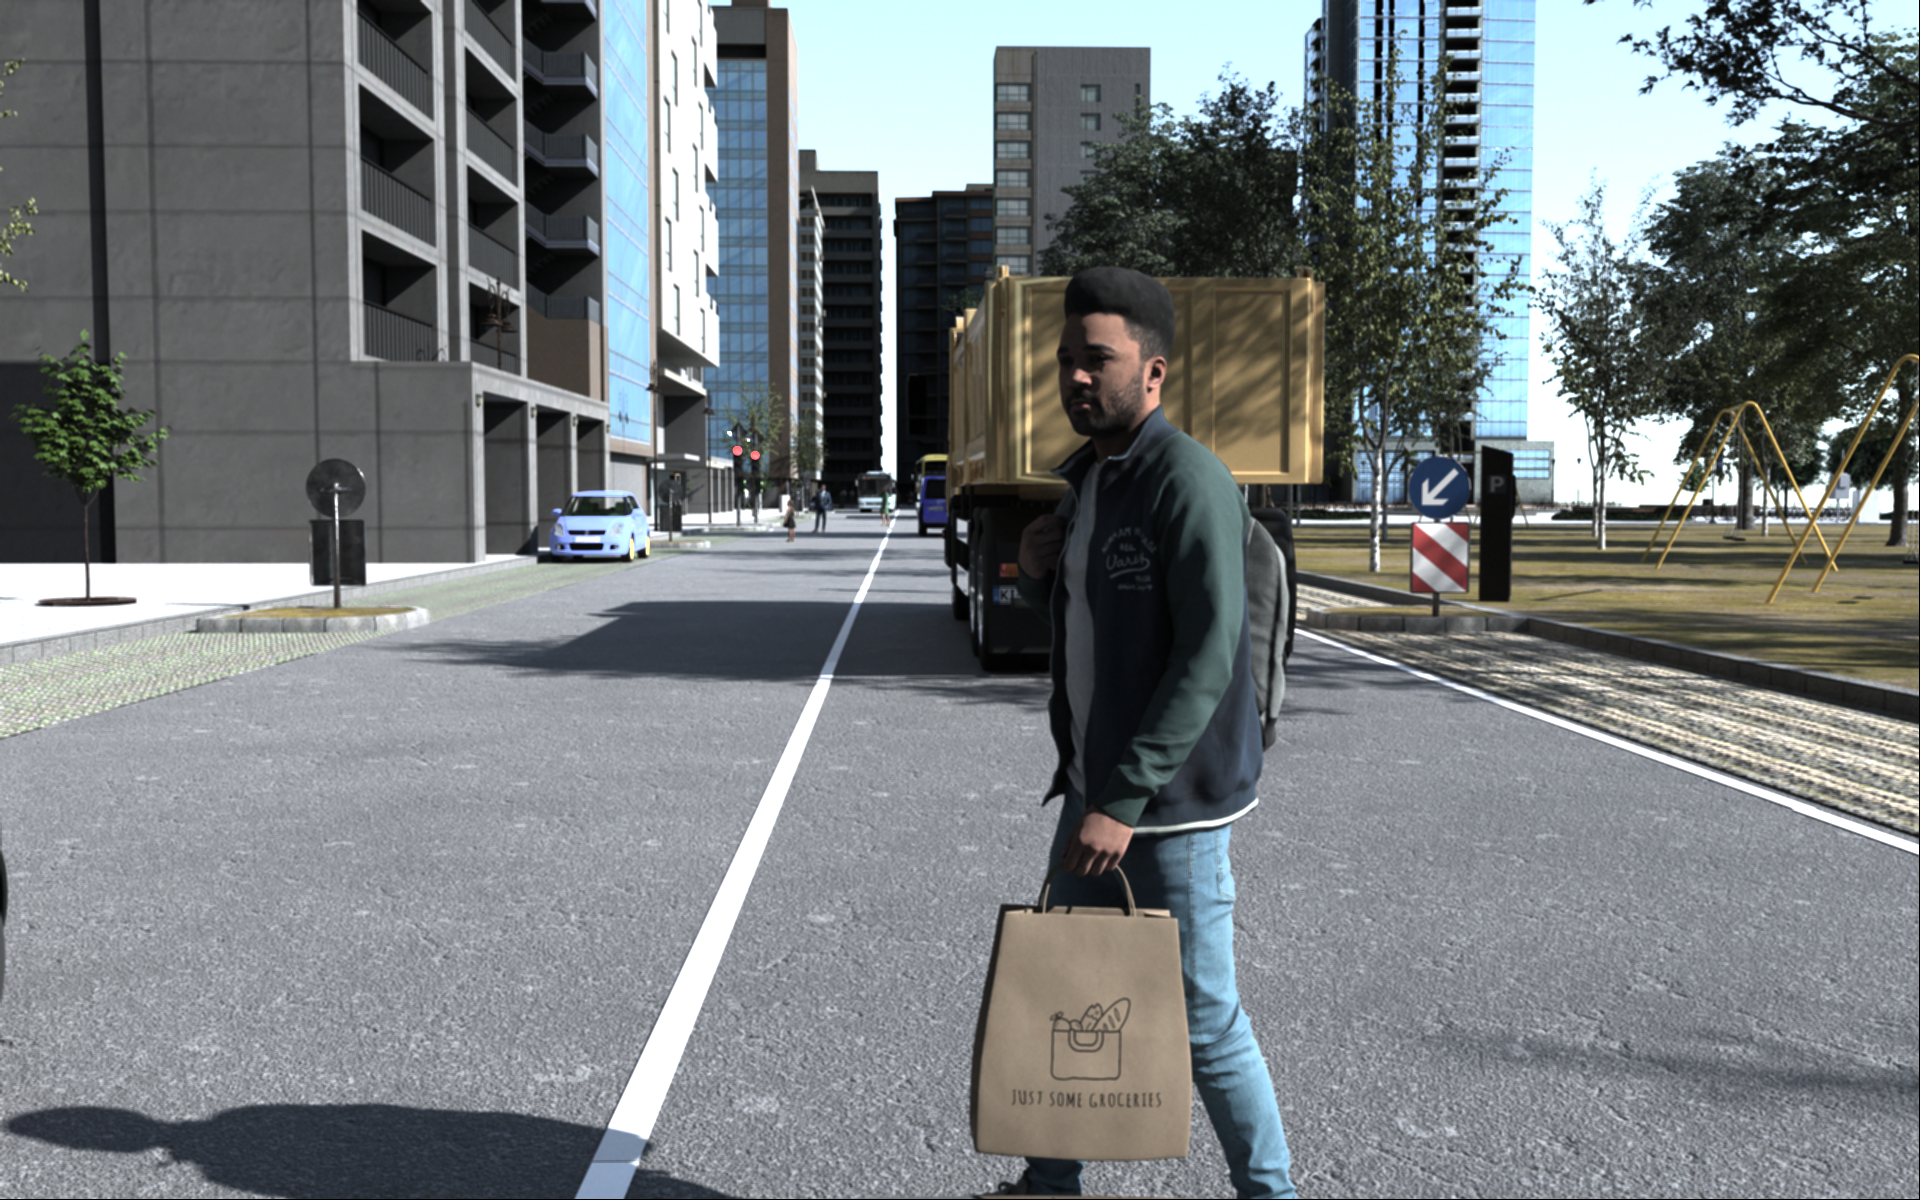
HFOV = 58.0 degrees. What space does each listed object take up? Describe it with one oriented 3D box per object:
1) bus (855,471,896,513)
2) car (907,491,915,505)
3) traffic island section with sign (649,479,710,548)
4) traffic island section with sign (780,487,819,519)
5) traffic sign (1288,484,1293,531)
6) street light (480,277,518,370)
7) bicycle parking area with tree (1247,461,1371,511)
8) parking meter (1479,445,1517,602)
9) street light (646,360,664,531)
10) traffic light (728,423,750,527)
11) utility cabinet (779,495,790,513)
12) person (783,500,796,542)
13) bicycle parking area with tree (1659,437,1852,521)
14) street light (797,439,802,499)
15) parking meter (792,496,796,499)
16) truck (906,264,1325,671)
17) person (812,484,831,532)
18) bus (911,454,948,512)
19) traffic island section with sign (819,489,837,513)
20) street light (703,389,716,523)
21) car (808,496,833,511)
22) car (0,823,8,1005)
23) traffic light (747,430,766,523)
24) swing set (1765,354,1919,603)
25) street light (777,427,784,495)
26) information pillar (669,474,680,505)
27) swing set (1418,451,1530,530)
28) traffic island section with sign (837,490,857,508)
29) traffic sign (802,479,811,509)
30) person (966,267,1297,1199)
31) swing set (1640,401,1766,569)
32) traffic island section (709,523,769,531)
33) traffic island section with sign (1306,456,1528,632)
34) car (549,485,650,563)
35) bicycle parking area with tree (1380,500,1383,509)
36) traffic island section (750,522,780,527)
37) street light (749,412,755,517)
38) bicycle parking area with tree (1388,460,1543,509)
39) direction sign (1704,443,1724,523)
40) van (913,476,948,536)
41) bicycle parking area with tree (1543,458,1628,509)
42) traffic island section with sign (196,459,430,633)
[{"bbox_3d":[-6.482,-8.629,135.946,2.948,3.499,13.247,0,4,-1],"label":"bus"},{"bbox_3d":[-5.746,-13.216,224.746,2.281,1.827,5.304,0,4,-2],"label":"car"},{"bbox_3d":[-7.730,-2.301,46.250,1.989,1.847,2.006,0,4,-2],"label":"traffic island section with sign"},{"bbox_3d":[-9.466,-5.678,101.455,1.989,1.847,2.006,0,4,-2],"label":"traffic island section with sign"},{"bbox_3d":[6.125,-1.957,32.099,0.768,2.556,0.104,0,4,6],"label":"traffic sign"},{"bbox_3d":[-9.821,-3.929,37.028,0.468,5.910,1.993,0,4,-2],"label":"street light"},{"bbox_3d":[26.610,-9.043,134.854,9.016,4.147,8.231,0,4,0],"label":"bicycle parking area with tree"},{"bbox_3d":[6.425,-0.916,20.684,0.399,1.863,0.255,1,4,21],"label":"parking meter"},{"bbox_3d":[-10.512,-5.319,59.758,0.468,5.910,1.993,0,4,-2],"label":"street light"},{"bbox_3d":[-8.709,-4.849,68.194,0.839,4.253,0.868,0,4,-2],"label":"traffic light"},{"bbox_3d":[-12.024,-6.578,118.713,0.306,1.237,1.020,2,4,26],"label":"utility cabinet"},{"bbox_3d":[-5.156,-2.392,52.282,0.373,1.253,0.362,2,4,33],"label":"person"},{"bbox_3d":[39.596,-6.024,85.494,9.016,4.147,8.231,1,4,17],"label":"bicycle parking area with tree"},{"bbox_3d":[-13.130,-10.351,142.021,0.468,5.910,1.993,0,4,-2],"label":"street light"},{"bbox_3d":[-12.589,-7.548,131.818,0.372,1.533,0.369,0,3,0],"label":"parking meter"},{"bbox_3d":[1.241,-1.332,17.705,3.469,3.379,9.791,0,4,-3],"label":"truck"},{"bbox_3d":[-5.208,-3.454,65.154,0.721,1.800,0.419,0,4,1],"label":"person"},{"bbox_3d":[-1.341,-7.036,106.583,2.896,3.916,12.252,0,4,-4],"label":"bus"},{"bbox_3d":[-10.317,-7.328,128.436,1.989,1.847,2.006,0,4,-2],"label":"traffic island section with sign"},{"bbox_3d":[-11.044,-6.334,76.353,0.468,5.910,1.993,0,4,-2],"label":"street light"},{"bbox_3d":[-10.637,-7.328,132.400,1.945,1.354,3.894,0,4,-1],"label":"car"},{"bbox_3d":[-3.149,0.444,2.527,2.009,1.686,4.222,0,4,-1],"label":"car"},{"bbox_3d":[-8.959,-5.337,76.175,0.839,4.253,0.868,0,4,-2],"label":"traffic light"},{"bbox_3d":[11.543,-1.413,20.720,2.862,2.851,3.119,3,4,36],"label":"swing set"},{"bbox_3d":[-12.440,-9.012,120.132,0.468,5.910,1.993,0,4,-2],"label":"street light"},{"bbox_3d":[-10.463,-3.608,63.477,0.304,2.012,0.304,1,4,20],"label":"information pillar"},{"bbox_3d":[18.951,-4.041,63.685,2.862,2.851,3.119,-2,4,-28],"label":"swing set"},{"bbox_3d":[-11.878,-10.361,178.027,1.989,1.847,2.006,0,4,-2],"label":"traffic island section with sign"},{"bbox_3d":[-12.833,-8.859,144.946,0.768,2.556,0.104,0,4,1],"label":"traffic sign"},{"bbox_3d":[0.304,0.334,3.027,0.713,1.824,0.794,0,3,0],"label":"person"},{"bbox_3d":[13.766,-2.029,30.788,2.862,2.851,3.119,1,4,17],"label":"swing set"},{"bbox_3d":[-8.749,-2.816,68.327,2.009,0.180,2.903,0,4,-2],"label":"traffic island section"},{"bbox_3d":[4.853,-0.621,18.784,1.989,1.847,2.006,0,4,-2],"label":"traffic island section with sign"},{"bbox_3d":[-7.707,-1.686,37.154,1.945,1.707,3.694,0,4,-3],"label":"car"},{"bbox_3d":[37.042,-9.885,148.619,9.016,4.147,8.231,-2,4,-35],"label":"bicycle parking area with tree"},{"bbox_3d":[-9.000,-3.304,76.308,2.009,0.180,2.903,0,4,-2],"label":"traffic island section"},{"bbox_3d":[-11.754,-7.673,98.242,0.468,5.910,1.993,0,4,-2],"label":"street light"},{"bbox_3d":[39.783,-9.148,136.573,8.231,4.147,9.016,3,5,44],"label":"bicycle parking area with tree"},{"bbox_3d":[33.346,-5.178,76.653,0.876,3.537,0.379,-1,4,-9],"label":"direction sign"},{"bbox_3d":[-0.505,-3.426,60.391,2.240,2.365,5.245,0,4,-2],"label":"van"},{"bbox_3d":[48.999,-9.394,140.599,9.016,4.147,8.231,1,4,10],"label":"bicycle parking area with tree"},{"bbox_3d":[-6.863,-0.615,18.685,1.989,1.847,2.006,0,4,-2],"label":"traffic island section with sign"}]
